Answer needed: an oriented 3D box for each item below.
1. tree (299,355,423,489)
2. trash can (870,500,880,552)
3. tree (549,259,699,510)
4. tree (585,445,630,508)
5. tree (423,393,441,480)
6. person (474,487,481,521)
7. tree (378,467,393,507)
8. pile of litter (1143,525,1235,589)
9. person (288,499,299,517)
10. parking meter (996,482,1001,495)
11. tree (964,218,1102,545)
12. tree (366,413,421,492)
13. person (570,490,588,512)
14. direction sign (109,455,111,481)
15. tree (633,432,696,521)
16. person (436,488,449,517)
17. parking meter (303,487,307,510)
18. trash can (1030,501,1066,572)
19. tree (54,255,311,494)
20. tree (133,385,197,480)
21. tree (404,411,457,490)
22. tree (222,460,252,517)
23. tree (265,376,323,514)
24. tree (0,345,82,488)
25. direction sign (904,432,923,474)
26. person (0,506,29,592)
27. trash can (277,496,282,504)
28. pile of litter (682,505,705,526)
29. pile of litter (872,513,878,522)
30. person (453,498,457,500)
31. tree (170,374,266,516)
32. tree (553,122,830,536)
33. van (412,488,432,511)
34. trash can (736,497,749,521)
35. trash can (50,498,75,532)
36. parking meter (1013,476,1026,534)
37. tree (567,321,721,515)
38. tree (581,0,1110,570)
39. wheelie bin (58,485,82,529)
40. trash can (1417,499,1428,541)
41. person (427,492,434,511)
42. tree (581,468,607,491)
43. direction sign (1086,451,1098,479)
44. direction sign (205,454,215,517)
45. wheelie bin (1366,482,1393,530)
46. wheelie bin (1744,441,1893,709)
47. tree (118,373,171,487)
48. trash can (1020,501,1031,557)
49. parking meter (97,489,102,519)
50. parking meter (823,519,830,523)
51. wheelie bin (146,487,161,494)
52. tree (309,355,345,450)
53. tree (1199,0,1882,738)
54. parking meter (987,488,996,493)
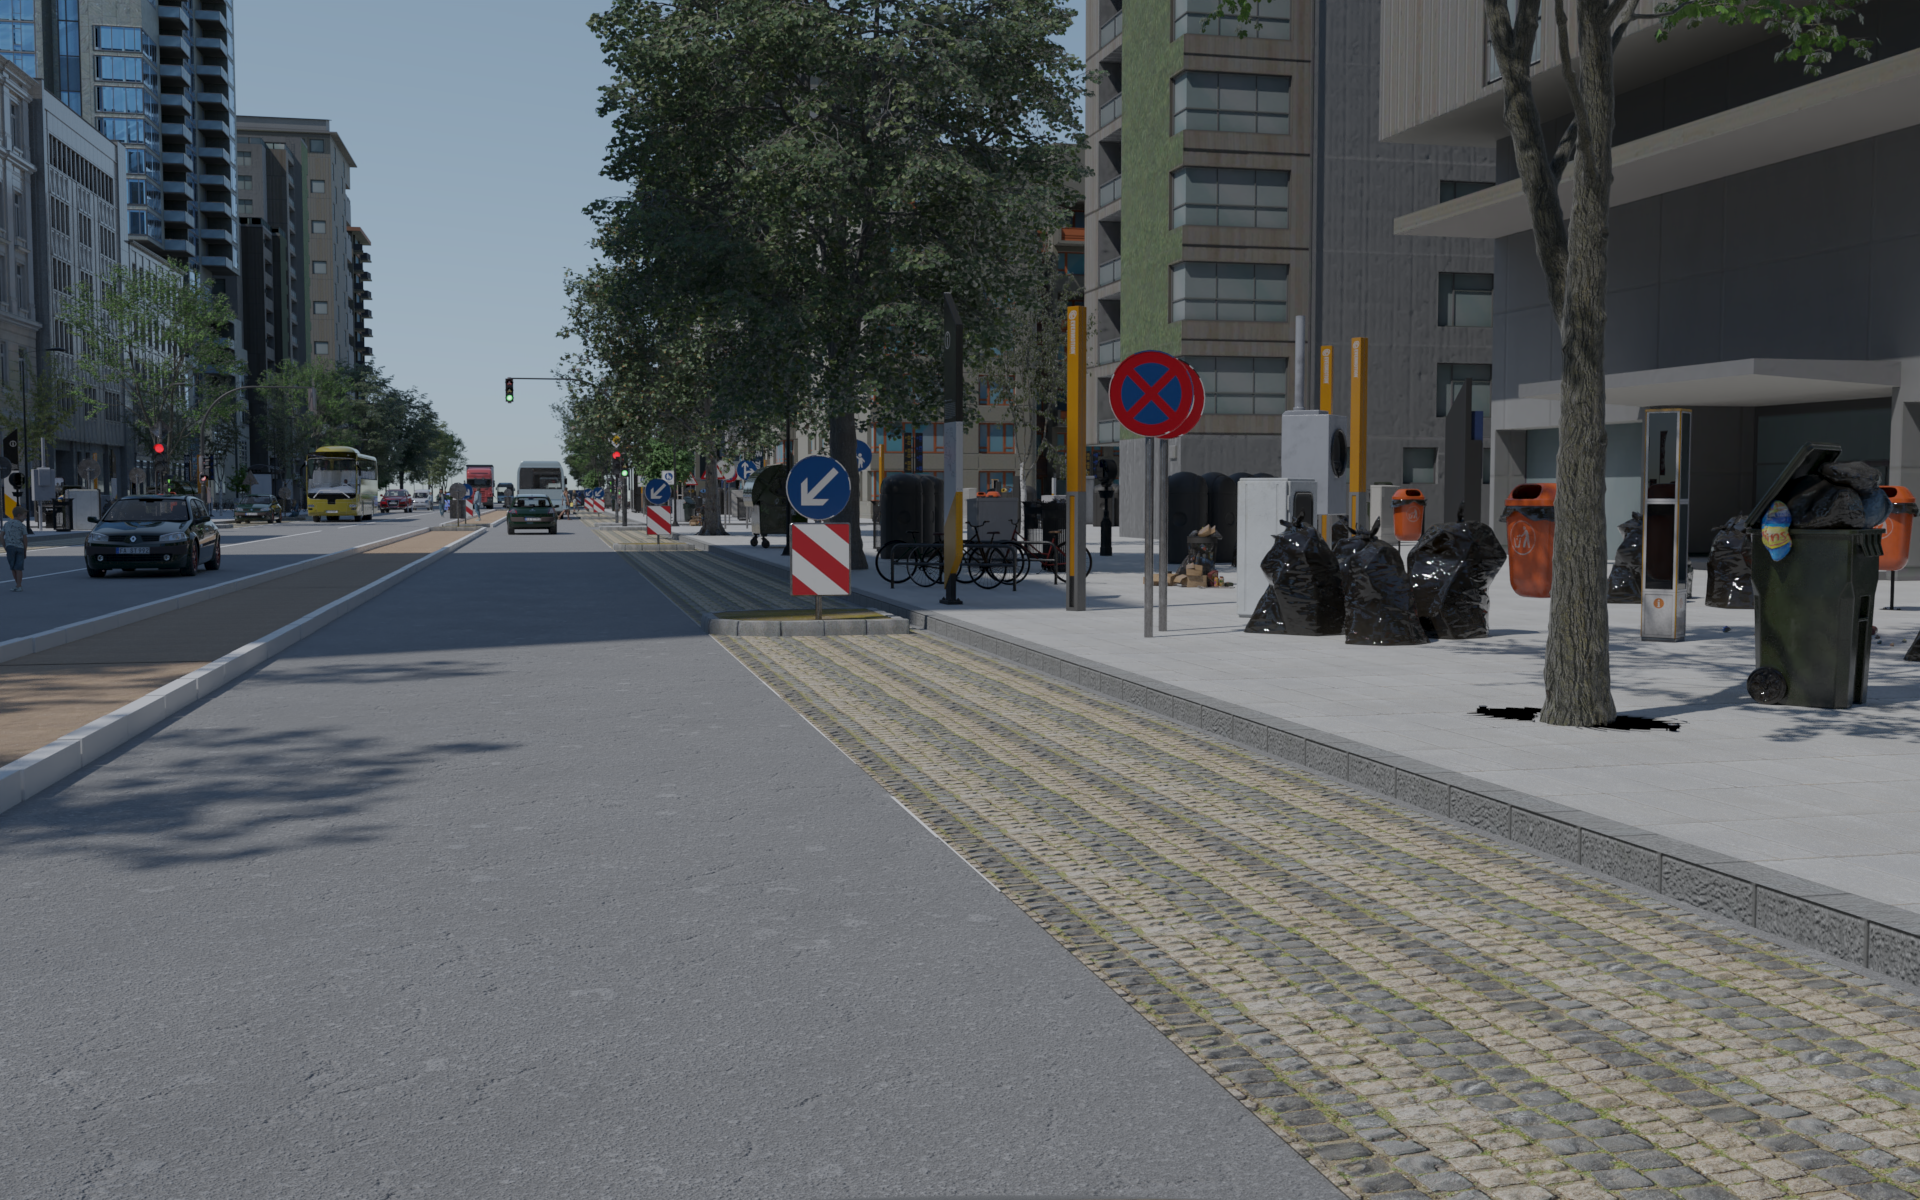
[{"bbox_3d":[-55.015,-15.377,158.072,9.857,13.997,8.962,0,3,0],"label":"tree"},{"bbox_3d":[-1.639,-1.649,38.612,0.748,1.137,0.748,0,3,0],"label":"trash can"},{"bbox_3d":[-26.129,-17.241,137.772,12.611,20.169,13.585,0,3,0],"label":"tree"},{"bbox_3d":[-30.342,-12.513,154.949,4.360,8.622,3.978,0,3,0],"label":"tree"},{"bbox_3d":[-65.482,-18.089,202.408,9.857,13.997,8.962,0,3,0],"label":"tree"},{"bbox_3d":[-25.703,-5.115,92.395,0.793,1.790,0.793,-2,4,-28],"label":"person"},{"bbox_3d":[-59.233,-11.728,175.464,4.285,4.588,4.351,0,3,0],"label":"tree"},{"bbox_3d":[3.196,-0.626,24.202,1.176,0.858,1.719,-1,4,-8],"label":"pile of litter"},{"bbox_3d":[-38.565,-5.275,100.240,1.012,1.151,0.738,3,5,43],"label":"person"},{"bbox_3d":[1.815,-4.623,81.297,0.255,1.863,0.399,0,3,0],"label":"parking meter"},{"bbox_3d":[1.578,-5.654,42.810,4.360,8.622,3.978,0,3,0],"label":"tree"},{"bbox_3d":[-61.990,-15.483,187.562,8.767,10.594,7.601,1,4,19],"label":"tree"},{"bbox_3d":[-30.994,-8.098,141.121,1.509,1.804,0.699,-1,4,-18],"label":"person"},{"bbox_3d":[-49.191,-6.643,100.609,0.379,3.537,0.876,0,4,-6],"label":"direction sign"},{"bbox_3d":[-14.131,-6.064,82.867,4.285,4.588,4.351,0,3,0],"label":"tree"},{"bbox_3d":[-31.825,-5.962,106.333,0.721,1.781,0.623,3,4,37],"label":"person"},{"bbox_3d":[-54.172,-8.410,143.219,0.255,1.863,0.399,-2,4,-30],"label":"parking meter"},{"bbox_3d":[1.665,-1.038,28.624,0.748,1.137,0.748,0,3,0],"label":"trash can"},{"bbox_3d":[-35.335,-9.225,76.581,9.928,11.665,9.643,0,3,0],"label":"tree"},{"bbox_3d":[-52.896,-10.094,115.405,4.737,8.622,4.395,0,3,0],"label":"tree"},{"bbox_3d":[-72.900,-19.523,237.325,7.486,12.596,7.792,0,3,0],"label":"tree"},{"bbox_3d":[-40.433,-6.301,97.617,1.663,3.219,1.824,0,3,0],"label":"tree"},{"bbox_3d":[-42.385,-9.681,108.653,4.360,8.622,3.978,0,3,0],"label":"tree"},{"bbox_3d":[-45.056,-8.216,84.687,4.737,8.622,4.395,0,3,0],"label":"tree"},{"bbox_3d":[-1.720,-4.397,63.882,0.876,3.537,0.379,-3,5,-40],"label":"direction sign"},{"bbox_3d":[-13.905,-0.752,25.485,0.332,1.250,0.352,1,4,20],"label":"person"},{"bbox_3d":[-53.280,-7.588,135.716,0.748,1.137,0.748,0,3,0],"label":"trash can"},{"bbox_3d":[-10.356,-3.396,69.487,1.719,0.858,1.176,-1,4,-19],"label":"pile of litter"},{"bbox_3d":[-3.351,-3.992,79.233,1.176,0.858,1.719,3,5,44],"label":"pile of litter"},{"bbox_3d":[-29.464,-5.658,101.356,0.624,1.780,0.694,0,4,0],"label":"person"},{"bbox_3d":[-43.660,-9.269,101.906,4.360,8.622,3.978,0,3,0],"label":"tree"},{"bbox_3d":[-7.787,-8.342,53.399,9.611,12.733,9.660,0,3,0],"label":"tree"},{"bbox_3d":[-47.227,-8.864,151.940,2.013,2.044,4.112,-1,4,-12],"label":"van"},{"bbox_3d":[-10.367,-4.361,82.961,0.748,1.137,0.748,0,3,0],"label":"trash can"},{"bbox_3d":[-30.487,-2.888,58.867,0.748,1.137,0.748,0,3,0],"label":"trash can"},{"bbox_3d":[1.923,-3.072,55.944,0.255,1.863,0.399,3,4,37],"label":"parking meter"},{"bbox_3d":[-16.028,-9.635,91.941,8.767,10.594,7.601,1,4,11],"label":"tree"},{"bbox_3d":[-1.918,-7.488,29.082,9.857,13.997,8.962,0,3,0],"label":"tree"},{"bbox_3d":[-32.526,-3.404,63.558,0.980,1.594,0.693,-3,4,-37],"label":"wheelie bin"},{"bbox_3d":[12.441,-2.194,47.521,0.748,1.137,0.748,0,3,0],"label":"trash can"},{"bbox_3d":[-44.289,-8.234,144.944,0.330,1.601,0.589,3,5,43],"label":"person"},{"bbox_3d":[-45.047,-14.082,213.956,4.285,4.588,4.351,0,3,0],"label":"tree"},{"bbox_3d":[6.919,-6.076,91.341,0.876,3.537,0.379,-2,4,-32],"label":"direction sign"},{"bbox_3d":[-42.412,-6.481,97.966,0.876,3.537,0.379,3,5,40],"label":"direction sign"},{"bbox_3d":[11.092,-2.291,45.369,0.693,1.594,0.980,-2,4,-31],"label":"wheelie bin"},{"bbox_3d":[5.265,-0.166,10.615,0.693,1.594,0.980,3,5,42],"label":"wheelie bin"},{"bbox_3d":[-49.091,-9.519,105.997,4.360,8.622,3.978,0,3,0],"label":"tree"},{"bbox_3d":[1.581,-1.409,34.695,0.748,1.137,0.748,0,3,0],"label":"trash can"},{"bbox_3d":[-41.416,-4.569,83.108,0.372,1.533,0.369,0,3,0],"label":"parking meter"},{"bbox_3d":[-3.394,-2.433,45.490,0.255,1.863,0.399,3,5,41],"label":"parking meter"},{"bbox_3d":[-34.717,-4.086,74.711,0.980,1.594,0.693,-1,4,-17],"label":"wheelie bin"},{"bbox_3d":[-48.501,-12.447,129.260,9.928,11.665,9.643,0,3,0],"label":"tree"},{"bbox_3d":[3.291,-5.115,9.392,9.928,11.665,9.643,0,3,0],"label":"tree"},{"bbox_3d":[1.309,-3.903,72.221,0.372,1.533,0.369,0,3,0],"label":"parking meter"}]
